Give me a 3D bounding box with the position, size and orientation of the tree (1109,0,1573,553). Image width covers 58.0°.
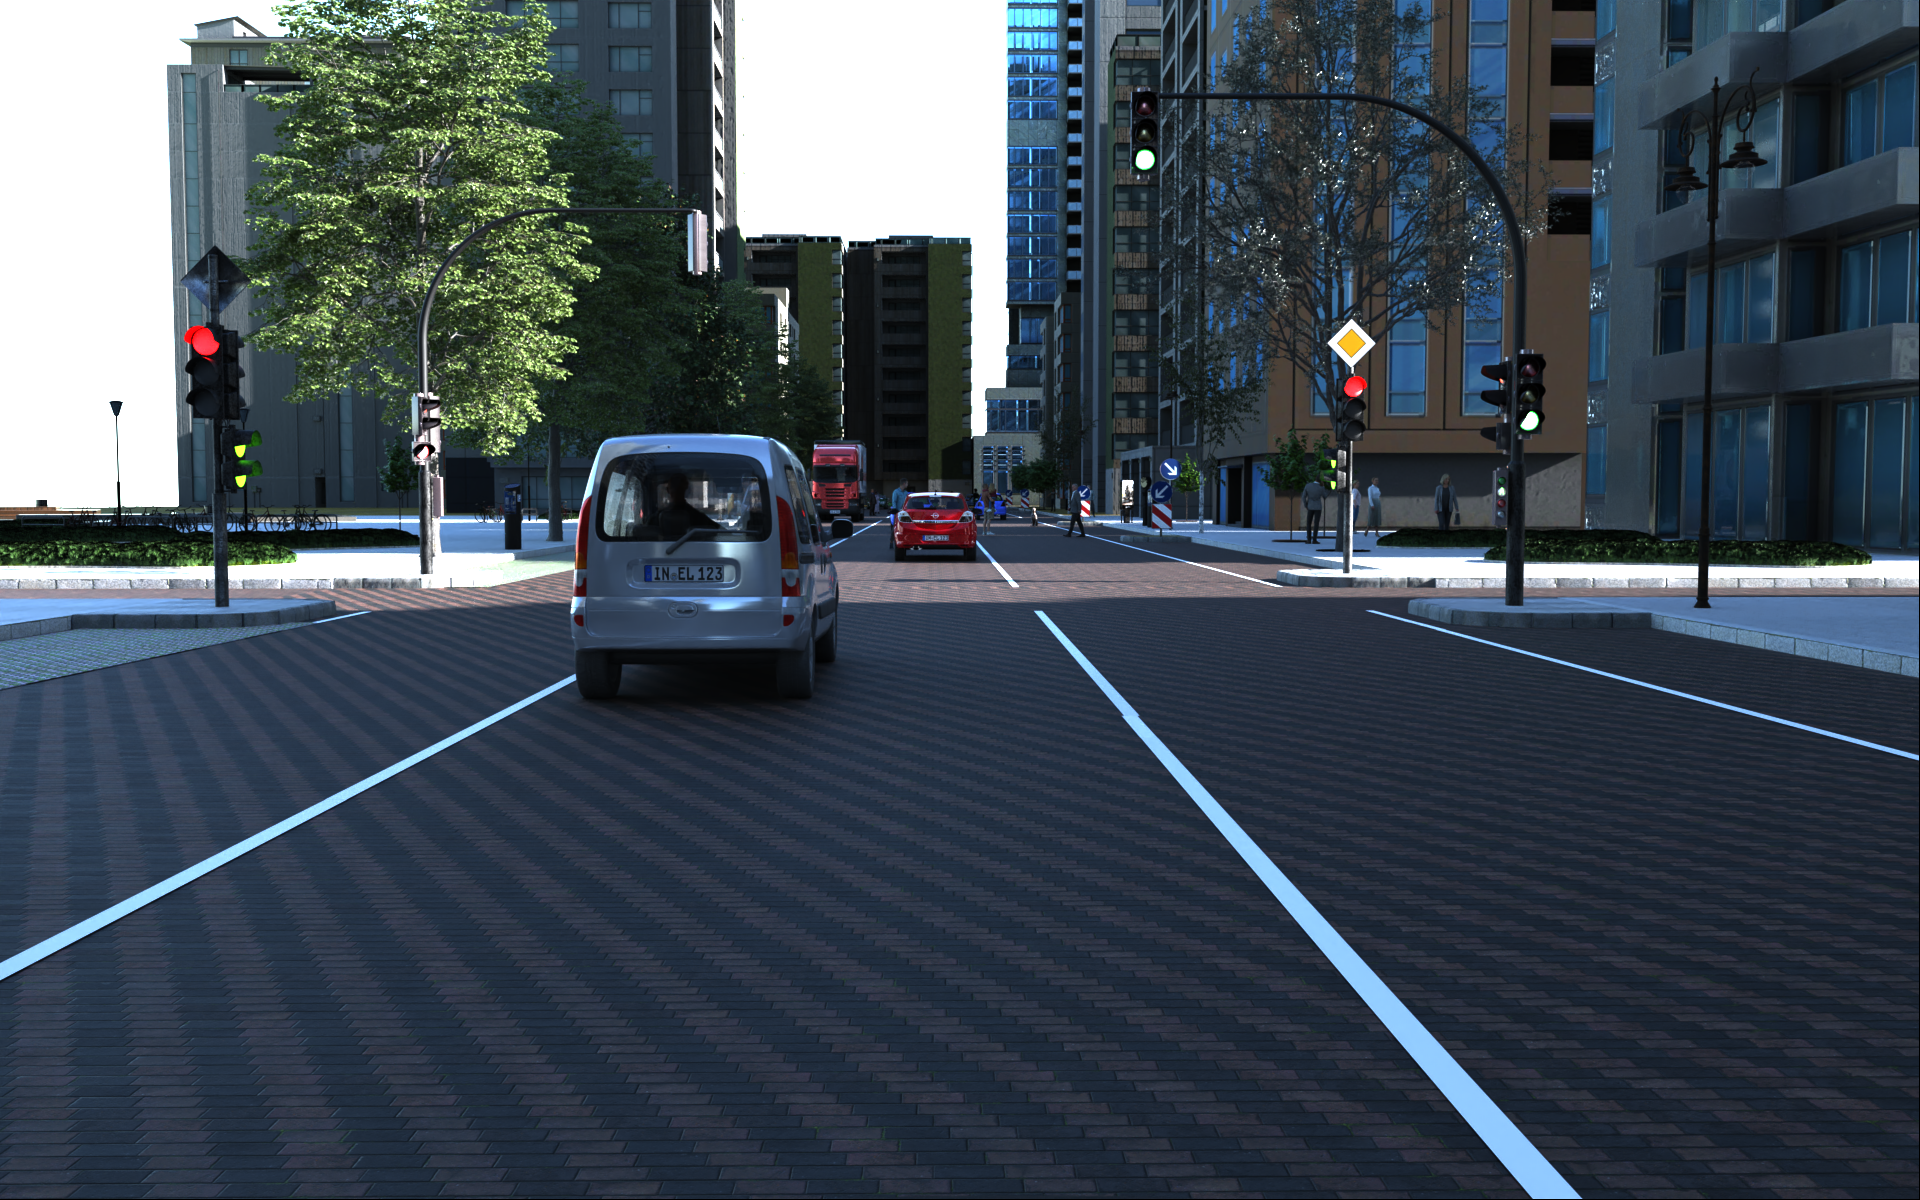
[{"bbox_3d":[8.437,-7.824,38.292,12.009,13.543,11.850,0,3,0],"label":"tree"}]

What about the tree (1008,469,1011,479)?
[{"bbox_3d":[6.110,-10.999,163.545,4.285,4.588,4.351,0,3,0],"label":"tree"}]

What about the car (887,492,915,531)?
[{"bbox_3d":[-1.770,-3.405,65.265,1.945,1.707,3.694,0,4,-2],"label":"car"}]

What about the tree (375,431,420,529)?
[{"bbox_3d":[-16.929,-3.512,52.022,1.663,3.219,1.824,0,3,0],"label":"tree"}]

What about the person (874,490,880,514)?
[{"bbox_3d":[-6.159,-7.208,127.027,0.551,1.740,0.621,-1,4,-18],"label":"person"}]

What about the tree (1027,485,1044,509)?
[{"bbox_3d":[6.694,-9.203,145.075,1.663,3.219,1.824,0,3,0],"label":"tree"}]

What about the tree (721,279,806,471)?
[{"bbox_3d":[-12.095,-10.637,92.037,7.486,12.596,7.792,0,3,0],"label":"tree"}]

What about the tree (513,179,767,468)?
[{"bbox_3d":[-11.369,-8.860,61.870,9.611,12.733,9.660,0,3,0],"label":"tree"}]

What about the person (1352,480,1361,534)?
[{"bbox_3d":[12.583,-2.986,55.543,0.598,1.740,0.731,-1,4,-9],"label":"person"}]

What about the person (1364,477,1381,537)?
[{"bbox_3d":[12.292,-2.771,51.579,0.478,1.798,0.641,-2,4,-24],"label":"person"}]

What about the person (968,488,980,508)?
[{"bbox_3d":[1.203,-7.790,135.495,1.348,1.869,0.705,-3,5,-44],"label":"person"}]

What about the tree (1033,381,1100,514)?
[{"bbox_3d":[6.817,-9.881,111.916,4.360,8.622,3.978,0,3,0],"label":"tree"}]

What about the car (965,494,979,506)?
[{"bbox_3d":[1.254,-10.100,177.131,2.014,1.417,4.499,0,4,-2],"label":"car"}]

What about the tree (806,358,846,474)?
[{"bbox_3d":[-13.032,-13.700,142.124,7.486,12.596,7.792,0,3,0],"label":"tree"}]

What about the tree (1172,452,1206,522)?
[{"bbox_3d":[10.387,-5.231,80.124,1.663,3.219,1.824,0,3,0],"label":"tree"}]

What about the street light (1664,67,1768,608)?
[{"bbox_3d":[8.374,-2.848,19.356,0.468,5.910,1.993,0,4,-1],"label":"street light"}]

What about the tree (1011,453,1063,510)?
[{"bbox_3d":[6.803,-9.573,140.228,4.285,4.588,4.351,0,3,0],"label":"tree"}]

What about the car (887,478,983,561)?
[{"bbox_3d":[-0.557,-1.815,38.719,2.155,1.783,4.494,0,4,-1],"label":"car"}]

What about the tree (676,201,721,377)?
[{"bbox_3d":[-10.610,-7.875,46.876,7.486,12.596,7.792,0,3,0],"label":"tree"}]

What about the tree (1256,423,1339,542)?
[{"bbox_3d":[8.986,-3.170,46.436,1.663,3.219,1.824,0,3,0],"label":"tree"}]

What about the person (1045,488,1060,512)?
[{"bbox_3d":[6.781,-7.331,126.630,1.217,1.735,0.721,2,4,34],"label":"person"}]

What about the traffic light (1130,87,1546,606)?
[{"bbox_3d":[4.272,-2.754,19.698,4.771,5.953,1.251,0,4,-1],"label":"traffic light"}]

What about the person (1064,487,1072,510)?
[{"bbox_3d":[8.501,-7.985,136.576,0.705,1.826,1.348,-2,4,-26],"label":"person"}]

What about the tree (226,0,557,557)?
[{"bbox_3d":[-11.158,-7.169,35.336,7.486,12.596,7.792,0,3,0],"label":"tree"}]

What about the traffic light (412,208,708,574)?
[{"bbox_3d":[-6.430,-3.242,27.680,4.771,5.953,1.251,0,4,-1],"label":"traffic light"}]

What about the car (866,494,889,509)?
[{"bbox_3d":[-7.780,-9.288,163.652,2.131,1.459,4.920,0,4,1],"label":"car"}]

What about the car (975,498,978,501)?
[{"bbox_3d":[2.149,-7.561,132.416,1.959,1.807,4.718,0,4,0],"label":"car"}]

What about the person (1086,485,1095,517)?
[{"bbox_3d":[7.080,-5.460,95.798,0.782,1.767,0.515,1,4,11],"label":"person"}]

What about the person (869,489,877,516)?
[{"bbox_3d":[-5.754,-6.472,114.864,0.434,1.755,0.990,2,4,29],"label":"person"}]

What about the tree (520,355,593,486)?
[{"bbox_3d":[-16.901,-7.490,72.822,4.737,8.622,4.395,0,3,0],"label":"tree"}]

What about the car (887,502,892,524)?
[{"bbox_3d":[-2.159,-3.961,76.564,2.131,1.459,4.920,0,4,-2],"label":"car"}]

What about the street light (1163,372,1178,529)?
[{"bbox_3d":[7.812,-5.582,64.045,0.468,5.910,1.993,0,4,-1],"label":"street light"}]

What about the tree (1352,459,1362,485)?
[{"bbox_3d":[10.484,-3.393,50.076,1.663,3.219,1.824,0,3,0],"label":"tree"}]

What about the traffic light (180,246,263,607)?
[{"bbox_3d":[-8.397,-1.878,19.629,0.839,4.253,0.868,0,4,-1],"label":"traffic light"}]

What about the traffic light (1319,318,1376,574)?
[{"bbox_3d":[6.239,-2.381,27.855,0.839,4.253,0.868,0,4,-1],"label":"traffic light"}]

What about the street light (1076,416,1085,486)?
[{"bbox_3d":[7.146,-7.944,102.673,0.468,5.910,1.993,0,4,-1],"label":"street light"}]

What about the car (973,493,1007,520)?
[{"bbox_3d":[1.695,-5.353,97.107,1.945,1.707,3.694,0,4,-2],"label":"car"}]

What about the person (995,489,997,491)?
[{"bbox_3d":[2.804,-7.884,137.338,1.348,1.831,0.705,-1,4,-11],"label":"person"}]

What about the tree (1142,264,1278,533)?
[{"bbox_3d":[8.096,-6.469,56.131,4.360,8.622,3.978,0,3,0],"label":"tree"}]
